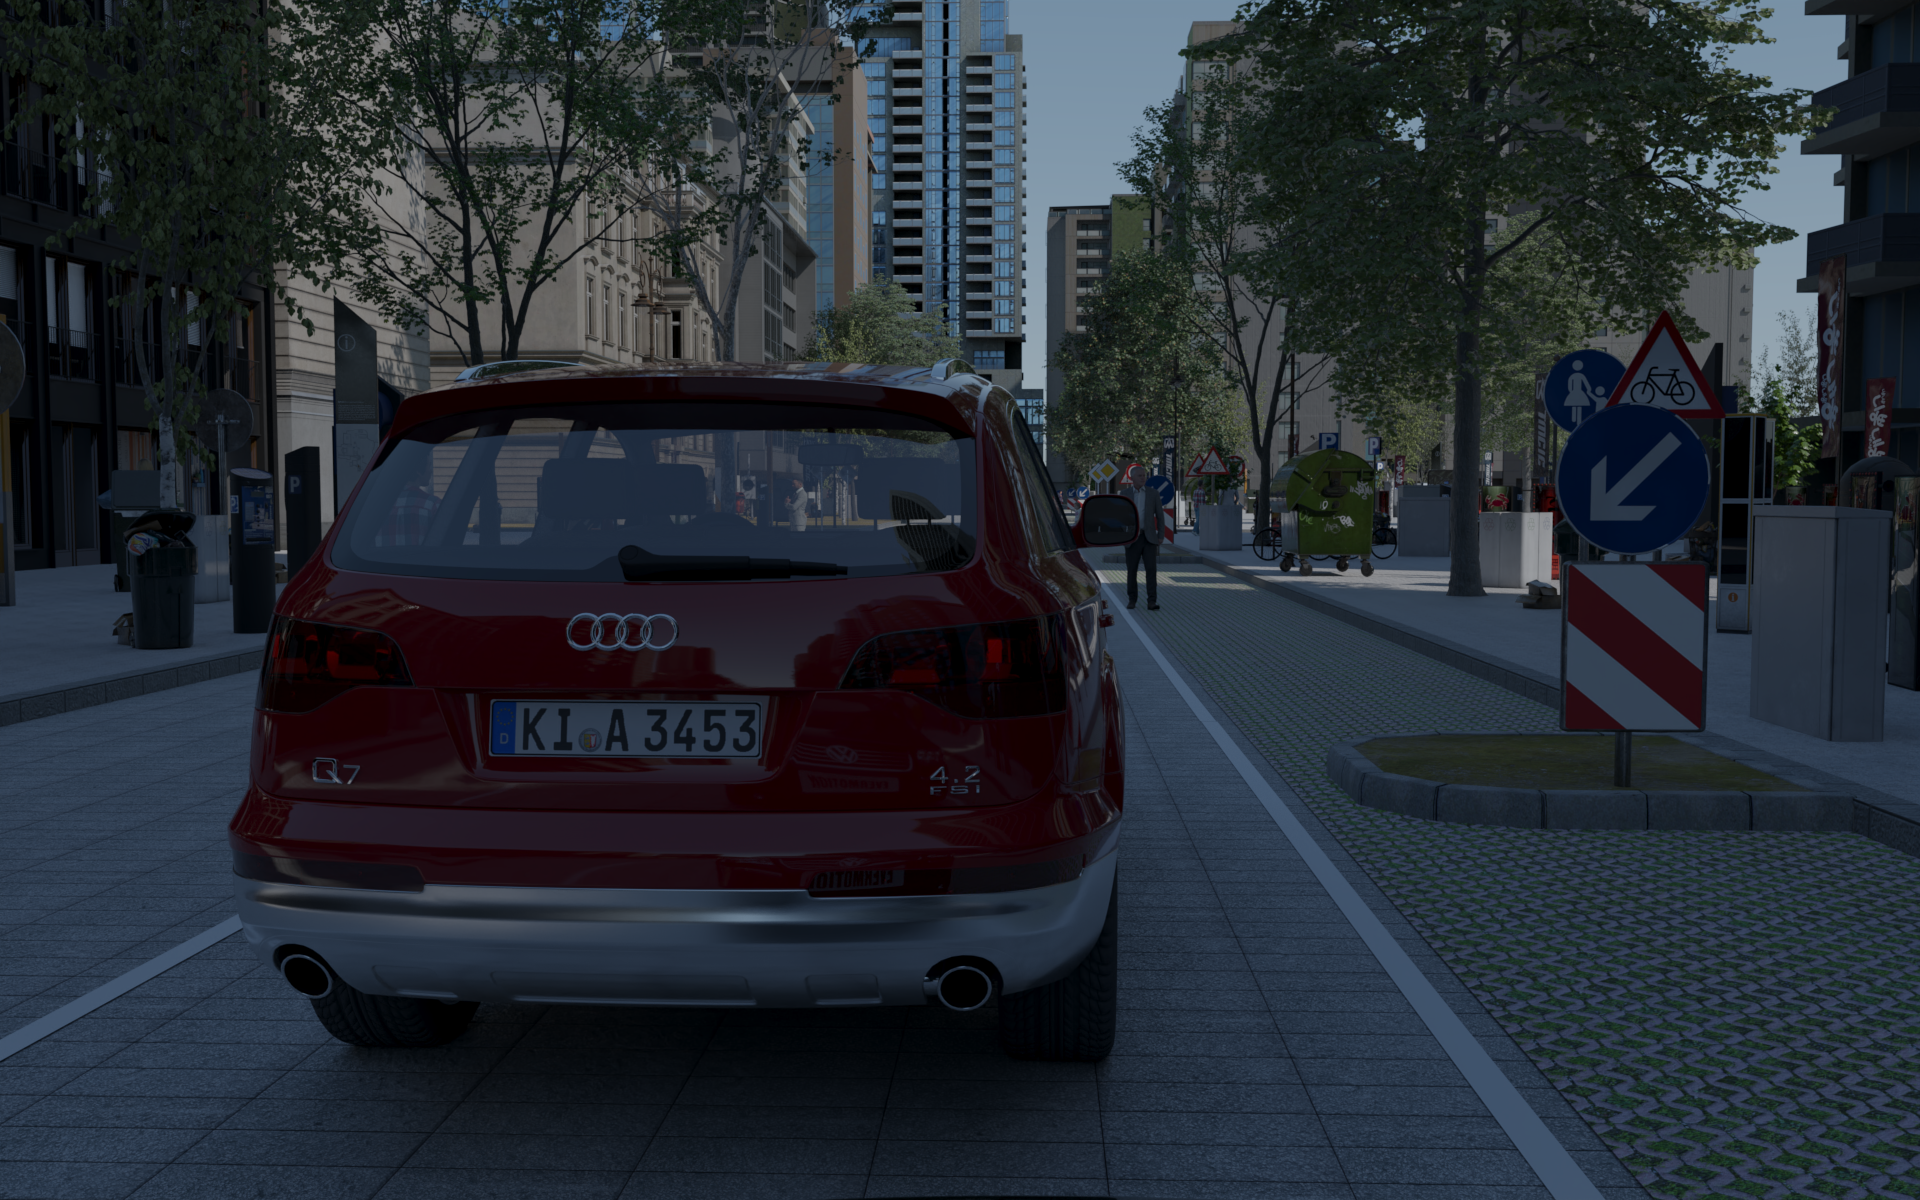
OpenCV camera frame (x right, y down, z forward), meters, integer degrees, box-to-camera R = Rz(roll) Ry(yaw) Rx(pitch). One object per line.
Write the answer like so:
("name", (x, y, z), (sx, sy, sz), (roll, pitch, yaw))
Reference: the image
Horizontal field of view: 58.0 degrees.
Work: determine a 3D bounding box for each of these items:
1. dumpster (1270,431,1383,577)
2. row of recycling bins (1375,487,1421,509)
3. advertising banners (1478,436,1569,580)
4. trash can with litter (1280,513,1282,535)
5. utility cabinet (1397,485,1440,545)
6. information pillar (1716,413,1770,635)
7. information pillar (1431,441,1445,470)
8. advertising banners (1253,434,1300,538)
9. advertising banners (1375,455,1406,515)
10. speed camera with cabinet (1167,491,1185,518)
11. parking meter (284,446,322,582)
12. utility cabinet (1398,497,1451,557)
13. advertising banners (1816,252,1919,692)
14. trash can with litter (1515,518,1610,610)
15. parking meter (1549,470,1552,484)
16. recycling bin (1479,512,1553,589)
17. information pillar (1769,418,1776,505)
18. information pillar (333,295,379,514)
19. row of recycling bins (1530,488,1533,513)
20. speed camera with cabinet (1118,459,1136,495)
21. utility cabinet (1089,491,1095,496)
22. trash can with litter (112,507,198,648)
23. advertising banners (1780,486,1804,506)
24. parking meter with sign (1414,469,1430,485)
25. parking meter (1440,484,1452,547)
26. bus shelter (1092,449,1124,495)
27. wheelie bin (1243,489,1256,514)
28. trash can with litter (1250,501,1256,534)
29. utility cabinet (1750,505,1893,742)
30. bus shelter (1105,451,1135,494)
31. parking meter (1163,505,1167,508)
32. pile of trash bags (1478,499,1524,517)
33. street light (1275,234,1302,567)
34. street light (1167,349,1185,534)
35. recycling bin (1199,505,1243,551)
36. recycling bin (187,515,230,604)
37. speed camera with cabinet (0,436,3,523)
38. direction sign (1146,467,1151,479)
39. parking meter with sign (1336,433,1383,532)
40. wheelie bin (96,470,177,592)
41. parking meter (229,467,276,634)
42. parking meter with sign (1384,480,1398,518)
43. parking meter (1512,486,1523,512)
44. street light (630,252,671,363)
("dumpster", (5.815, -1.535, 27.591), (1.502, 2.255, 1.985), (0, 4, 3))
("row of recycling bins", (26.440, -5.947, 104.342), (3.534, 1.692, 1.069), (-1, 4, -11))
("advertising banners", (8.750, -1.810, 25.775), (2.074, 3.025, 0.090), (1, 4, 11))
("trash can with litter", (9.007, -2.188, 47.158), (0.624, 1.170, 1.055), (2, 4, 26))
("utility cabinet", (11.377, -2.081, 42.698), (1.173, 1.500, 0.318), (-1, 4, -14))
("information pillar", (7.187, -0.700, 15.935), (0.304, 2.012, 0.304), (3, 5, 45))
("information pillar", (21.207, -5.246, 77.131), (0.183, 3.616, 0.504), (-3, 5, -41))
("advertising banners", (9.346, -3.363, 51.175), (0.090, 3.025, 2.074), (-2, 4, -28))
("advertising banners", (19.107, -5.013, 78.143), (2.074, 3.025, 0.090), (2, 4, 35))
("speed camera with cabinet", (11.395, -6.101, 94.084), (2.038, 3.252, 0.660), (-3, 5, -44))
("parking meter", (-8.060, -0.951, 21.258), (0.399, 1.863, 0.255), (2, 4, 29))
("utility cabinet", (9.541, -1.493, 35.576), (1.020, 1.237, 0.306), (1, 4, 17))
("advertising banners", (6.342, -0.973, 12.095), (0.090, 3.025, 2.074), (0, 4, 7))
("trash can with litter", (6.821, -0.492, 19.428), (1.055, 1.170, 0.624), (-1, 4, -23))
("parking meter", (14.175, -2.169, 41.174), (0.255, 1.863, 0.399), (0, 4, -3))
("recycling bin", (7.662, -0.693, 23.892), (0.722, 1.027, 0.722), (-3, 4, -38))
("information pillar", (7.697, -0.758, 16.892), (0.304, 2.012, 0.304), (-2, 4, -28))
("information pillar", (-7.140, -1.782, 20.497), (0.504, 3.616, 0.183), (-1, 4, -11))
("row of recycling bins", (40.188, -6.791, 118.143), (3.534, 1.692, 1.069), (-2, 4, -25))
("speed camera with cabinet", (9.246, -6.040, 93.087), (0.660, 3.252, 2.038), (3, 4, 38))
("utility cabinet", (9.908, -7.380, 129.343), (0.318, 1.500, 1.173), (-1, 4, -16))
("trash can with litter", (-6.847, -0.194, 14.552), (1.055, 1.170, 0.624), (3, 5, 43))
("advertising banners", (13.523, -1.870, 26.756), (0.090, 3.025, 2.074), (-1, 4, -21))
("parking meter with sign", (32.247, -7.662, 121.538), (1.738, 3.016, 0.543), (0, 4, -7))
("parking meter", (11.759, -2.042, 41.796), (0.372, 1.533, 0.369), (0, 3, 0))
("bus shelter", (9.853, -8.358, 114.282), (2.179, 5.291, 8.768), (0, 4, 2))
("wheelie bin", (19.037, -6.468, 113.662), (0.980, 1.594, 0.693), (-1, 4, -9))
("trash can with litter", (9.570, -2.708, 55.660), (0.624, 1.170, 1.055), (-1, 4, -9))
("utility cabinet", (4.674, 0.105, 9.440), (0.306, 1.237, 1.020), (0, 4, 2))
("bus shelter", (9.071, -6.503, 97.605), (1.731, 3.624, 6.357), (0, 4, 2))
("parking meter", (11.422, -5.585, 97.026), (0.399, 1.863, 0.255), (-2, 4, -34))
("pile of trash bags", (16.183, -2.776, 55.144), (3.447, 1.369, 1.912), (0, 4, 1))
("street light", (5.841, -3.526, 30.430), (0.468, 5.910, 1.993), (0, 4, 2))
("street light", (6.898, -5.054, 55.422), (0.468, 5.910, 1.993), (0, 4, 2))
("recycling bin", (5.950, -1.648, 39.503), (0.722, 1.027, 0.722), (-2, 4, -30))
("recycling bin", (-9.164, -0.488, 20.532), (0.722, 1.027, 0.722), (0, 4, 2))
("speed camera with cabinet", (-8.295, -1.132, 12.838), (0.660, 3.252, 2.038), (3, 4, 39))
("direction sign", (14.212, -8.606, 132.699), (0.876, 3.537, 0.379), (3, 4, 38))
("parking meter with sign", (11.913, -3.445, 52.580), (1.738, 3.016, 0.543), (-2, 4, -25))
("wheelie bin", (-10.866, -0.917, 22.903), (0.980, 1.594, 0.693), (-1, 4, -22))
("parking meter", (-6.541, -0.466, 16.028), (0.372, 1.533, 0.369), (0, 3, 0))
("parking meter with sign", (23.634, -6.033, 94.903), (0.543, 3.016, 1.738), (-3, 4, -38))
("parking meter", (17.109, -2.742, 53.241), (0.372, 1.533, 0.369), (0, 3, 0))
("street light", (-5.911, -3.700, 33.276), (0.468, 5.910, 1.993), (0, 4, 2))
